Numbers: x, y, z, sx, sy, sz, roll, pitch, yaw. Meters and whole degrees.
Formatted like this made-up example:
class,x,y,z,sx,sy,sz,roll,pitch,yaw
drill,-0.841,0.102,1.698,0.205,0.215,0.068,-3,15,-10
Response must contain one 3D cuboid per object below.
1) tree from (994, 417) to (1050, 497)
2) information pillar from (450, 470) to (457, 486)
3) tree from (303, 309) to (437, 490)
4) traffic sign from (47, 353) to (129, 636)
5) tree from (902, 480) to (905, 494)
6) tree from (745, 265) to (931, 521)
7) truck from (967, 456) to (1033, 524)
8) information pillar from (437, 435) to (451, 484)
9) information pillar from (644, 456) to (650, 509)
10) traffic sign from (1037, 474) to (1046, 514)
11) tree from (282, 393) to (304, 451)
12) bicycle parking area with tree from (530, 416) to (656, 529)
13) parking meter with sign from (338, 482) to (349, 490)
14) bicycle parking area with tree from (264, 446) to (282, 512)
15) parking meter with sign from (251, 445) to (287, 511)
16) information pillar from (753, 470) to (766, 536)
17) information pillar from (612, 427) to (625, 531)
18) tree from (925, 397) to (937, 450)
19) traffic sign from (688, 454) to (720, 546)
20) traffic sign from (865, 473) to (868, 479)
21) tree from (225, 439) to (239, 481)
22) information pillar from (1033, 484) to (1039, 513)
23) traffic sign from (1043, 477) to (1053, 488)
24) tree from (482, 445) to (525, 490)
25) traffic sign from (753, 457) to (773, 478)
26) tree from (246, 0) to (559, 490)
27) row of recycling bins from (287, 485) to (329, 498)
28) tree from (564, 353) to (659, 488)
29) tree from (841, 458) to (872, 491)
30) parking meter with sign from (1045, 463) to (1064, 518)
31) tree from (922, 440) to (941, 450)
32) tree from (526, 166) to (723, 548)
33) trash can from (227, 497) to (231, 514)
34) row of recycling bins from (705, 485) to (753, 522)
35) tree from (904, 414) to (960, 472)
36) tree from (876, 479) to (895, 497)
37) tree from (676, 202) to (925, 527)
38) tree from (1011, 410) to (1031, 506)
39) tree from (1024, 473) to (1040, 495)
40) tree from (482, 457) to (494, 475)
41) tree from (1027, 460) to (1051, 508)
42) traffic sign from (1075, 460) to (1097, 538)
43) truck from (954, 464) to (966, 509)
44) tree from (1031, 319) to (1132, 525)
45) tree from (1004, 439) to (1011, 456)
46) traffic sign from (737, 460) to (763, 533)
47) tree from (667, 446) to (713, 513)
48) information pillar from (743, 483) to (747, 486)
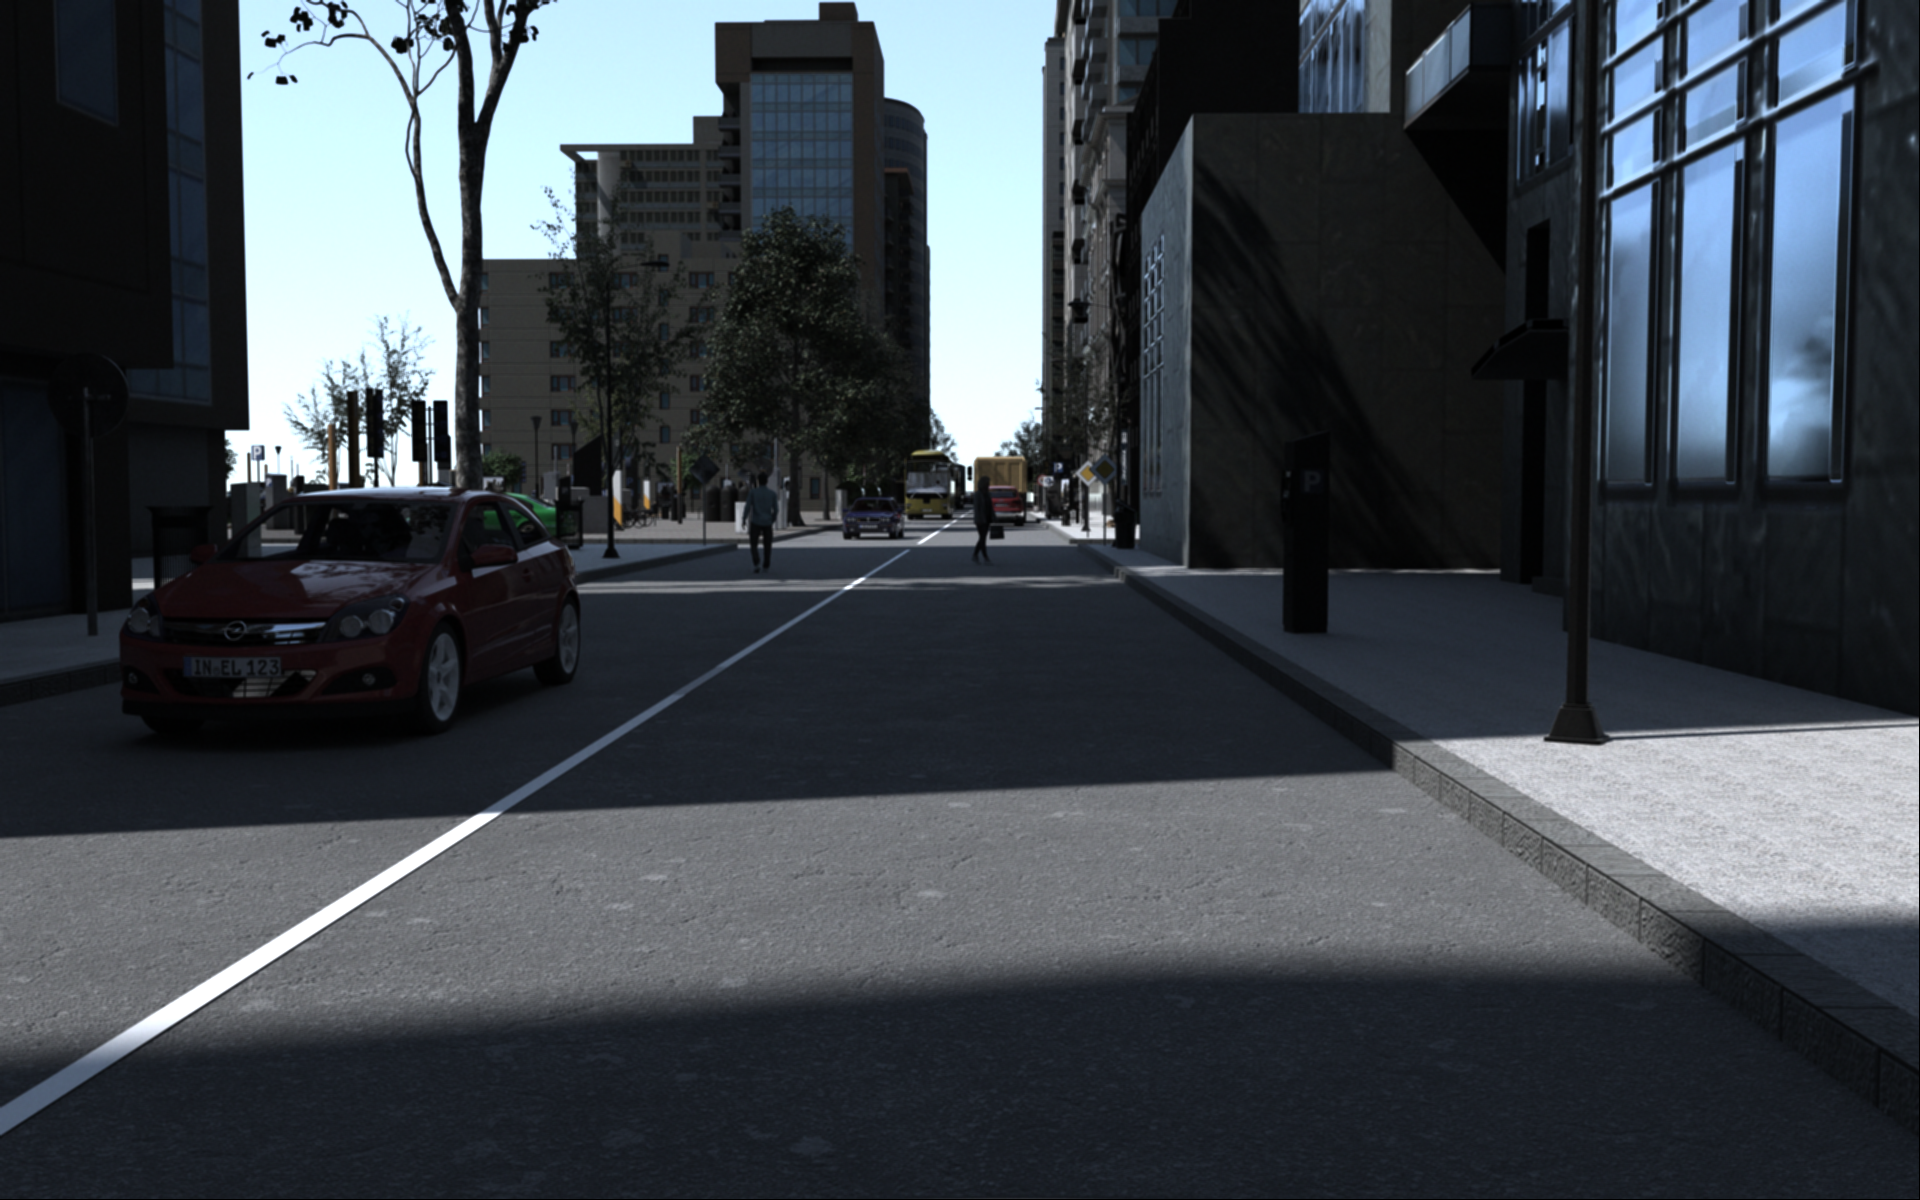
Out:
class,x,y,z,sx,sy,sz,roll,pitch,yaw
tree,7.847,-16.794,208.992,8.767,10.594,7.601,0,4,-6
information pillar,-15.199,-2.929,52.377,0.304,2.012,0.304,2,4,32
tree,-22.729,-7.230,68.580,4.360,8.622,3.978,0,3,0
traffic sign,-7.866,-0.950,15.633,0.768,2.556,0.104,0,4,5
tree,-5.120,-10.741,170.223,1.663,3.219,1.824,0,3,0
tree,-6.614,-10.593,83.560,12.009,13.543,11.850,0,3,0
truck,2.040,-5.621,87.834,3.469,3.379,9.791,0,4,1
information pillar,-17.372,-4.096,58.318,0.504,3.616,0.183,-3,5,-40
information pillar,-19.270,-7.053,106.677,0.504,3.616,0.183,2,4,35
traffic sign,5.357,-6.836,111.879,0.768,2.556,0.104,0,4,8
tree,-32.874,-8.574,90.548,4.360,8.622,3.978,0,3,0
bicycle parking area with tree,-15.667,-4.868,66.587,9.016,4.147,8.231,1,4,16
parking meter with sign,-40.358,-7.168,113.453,1.738,3.016,0.543,-3,5,-40
bicycle parking area with tree,-41.298,-6.962,100.825,9.016,4.147,8.231,2,4,31
parking meter with sign,-24.607,-4.044,62.388,0.543,3.016,1.738,2,4,25
information pillar,-6.165,-2.985,53.292,0.304,2.012,0.304,-3,4,-38
information pillar,-11.977,-4.228,60.475,0.504,3.616,0.183,3,4,36
tree,-6.038,-12.378,119.381,9.611,12.733,9.660,0,3,0
traffic sign,-6.359,-2.412,43.083,0.795,2.450,0.064,0,4,1
traffic sign,-5.729,-6.456,105.555,0.884,2.594,0.081,0,4,5
tree,-35.208,-5.904,80.244,4.285,4.588,4.351,0,3,0
information pillar,5.301,-7.084,120.321,0.304,2.012,0.304,2,4,26
traffic sign,5.112,-6.008,100.365,0.606,2.300,0.079,0,4,7
tree,-31.019,-8.145,116.886,4.285,4.588,4.351,0,3,0
traffic sign,-6.826,-3.653,59.830,0.768,2.556,0.104,0,4,2
tree,-6.444,-10.434,26.481,12.611,20.169,13.585,0,3,0
row of recycling bins,-28.738,-4.266,76.856,3.534,1.692,1.069,3,5,42
tree,-17.165,-8.304,86.125,4.737,8.622,4.395,0,3,0
tree,-5.803,-6.104,94.399,1.663,3.219,1.824,0,3,0
parking meter with sign,5.158,-6.058,95.316,0.543,3.016,1.738,1,4,22
tree,-3.877,-16.191,215.089,4.360,8.622,3.978,0,3,0
tree,-7.824,-5.450,39.467,4.360,8.622,3.978,0,3,0
trash can,-32.168,-3.974,76.627,0.748,1.137,0.748,0,3,0
row of recycling bins,-10.148,-4.442,79.741,3.534,1.692,1.069,1,4,16
tree,-3.321,-16.356,201.824,7.601,10.594,8.767,0,4,5
tree,-5.883,-8.360,131.294,1.663,3.219,1.824,0,3,0
tree,-6.466,-9.254,68.318,9.611,12.733,9.660,0,3,0
tree,6.727,-11.841,143.965,4.360,8.622,3.978,0,3,0
tree,6.758,-10.002,158.135,1.663,3.219,1.824,0,3,0
tree,-21.429,-5.067,77.454,1.663,3.219,1.824,0,3,0
tree,7.019,-10.918,162.222,4.285,4.588,4.351,0,3,0
traffic sign,3.756,-2.886,50.831,0.795,2.450,0.064,0,4,1
truck,-0.973,-10.823,165.865,2.839,4.237,11.283,0,4,3
tree,5.102,-7.458,72.299,4.360,8.622,3.978,0,3,0
tree,6.856,-14.276,183.769,4.360,8.622,3.978,0,3,0
traffic sign,-6.186,-2.901,51.067,0.795,2.450,0.064,0,4,1
tree,-18.479,-8.270,118.931,4.285,4.588,4.351,0,3,0
information pillar,-14.551,-6.854,116.555,0.304,2.012,0.304,1,4,22
